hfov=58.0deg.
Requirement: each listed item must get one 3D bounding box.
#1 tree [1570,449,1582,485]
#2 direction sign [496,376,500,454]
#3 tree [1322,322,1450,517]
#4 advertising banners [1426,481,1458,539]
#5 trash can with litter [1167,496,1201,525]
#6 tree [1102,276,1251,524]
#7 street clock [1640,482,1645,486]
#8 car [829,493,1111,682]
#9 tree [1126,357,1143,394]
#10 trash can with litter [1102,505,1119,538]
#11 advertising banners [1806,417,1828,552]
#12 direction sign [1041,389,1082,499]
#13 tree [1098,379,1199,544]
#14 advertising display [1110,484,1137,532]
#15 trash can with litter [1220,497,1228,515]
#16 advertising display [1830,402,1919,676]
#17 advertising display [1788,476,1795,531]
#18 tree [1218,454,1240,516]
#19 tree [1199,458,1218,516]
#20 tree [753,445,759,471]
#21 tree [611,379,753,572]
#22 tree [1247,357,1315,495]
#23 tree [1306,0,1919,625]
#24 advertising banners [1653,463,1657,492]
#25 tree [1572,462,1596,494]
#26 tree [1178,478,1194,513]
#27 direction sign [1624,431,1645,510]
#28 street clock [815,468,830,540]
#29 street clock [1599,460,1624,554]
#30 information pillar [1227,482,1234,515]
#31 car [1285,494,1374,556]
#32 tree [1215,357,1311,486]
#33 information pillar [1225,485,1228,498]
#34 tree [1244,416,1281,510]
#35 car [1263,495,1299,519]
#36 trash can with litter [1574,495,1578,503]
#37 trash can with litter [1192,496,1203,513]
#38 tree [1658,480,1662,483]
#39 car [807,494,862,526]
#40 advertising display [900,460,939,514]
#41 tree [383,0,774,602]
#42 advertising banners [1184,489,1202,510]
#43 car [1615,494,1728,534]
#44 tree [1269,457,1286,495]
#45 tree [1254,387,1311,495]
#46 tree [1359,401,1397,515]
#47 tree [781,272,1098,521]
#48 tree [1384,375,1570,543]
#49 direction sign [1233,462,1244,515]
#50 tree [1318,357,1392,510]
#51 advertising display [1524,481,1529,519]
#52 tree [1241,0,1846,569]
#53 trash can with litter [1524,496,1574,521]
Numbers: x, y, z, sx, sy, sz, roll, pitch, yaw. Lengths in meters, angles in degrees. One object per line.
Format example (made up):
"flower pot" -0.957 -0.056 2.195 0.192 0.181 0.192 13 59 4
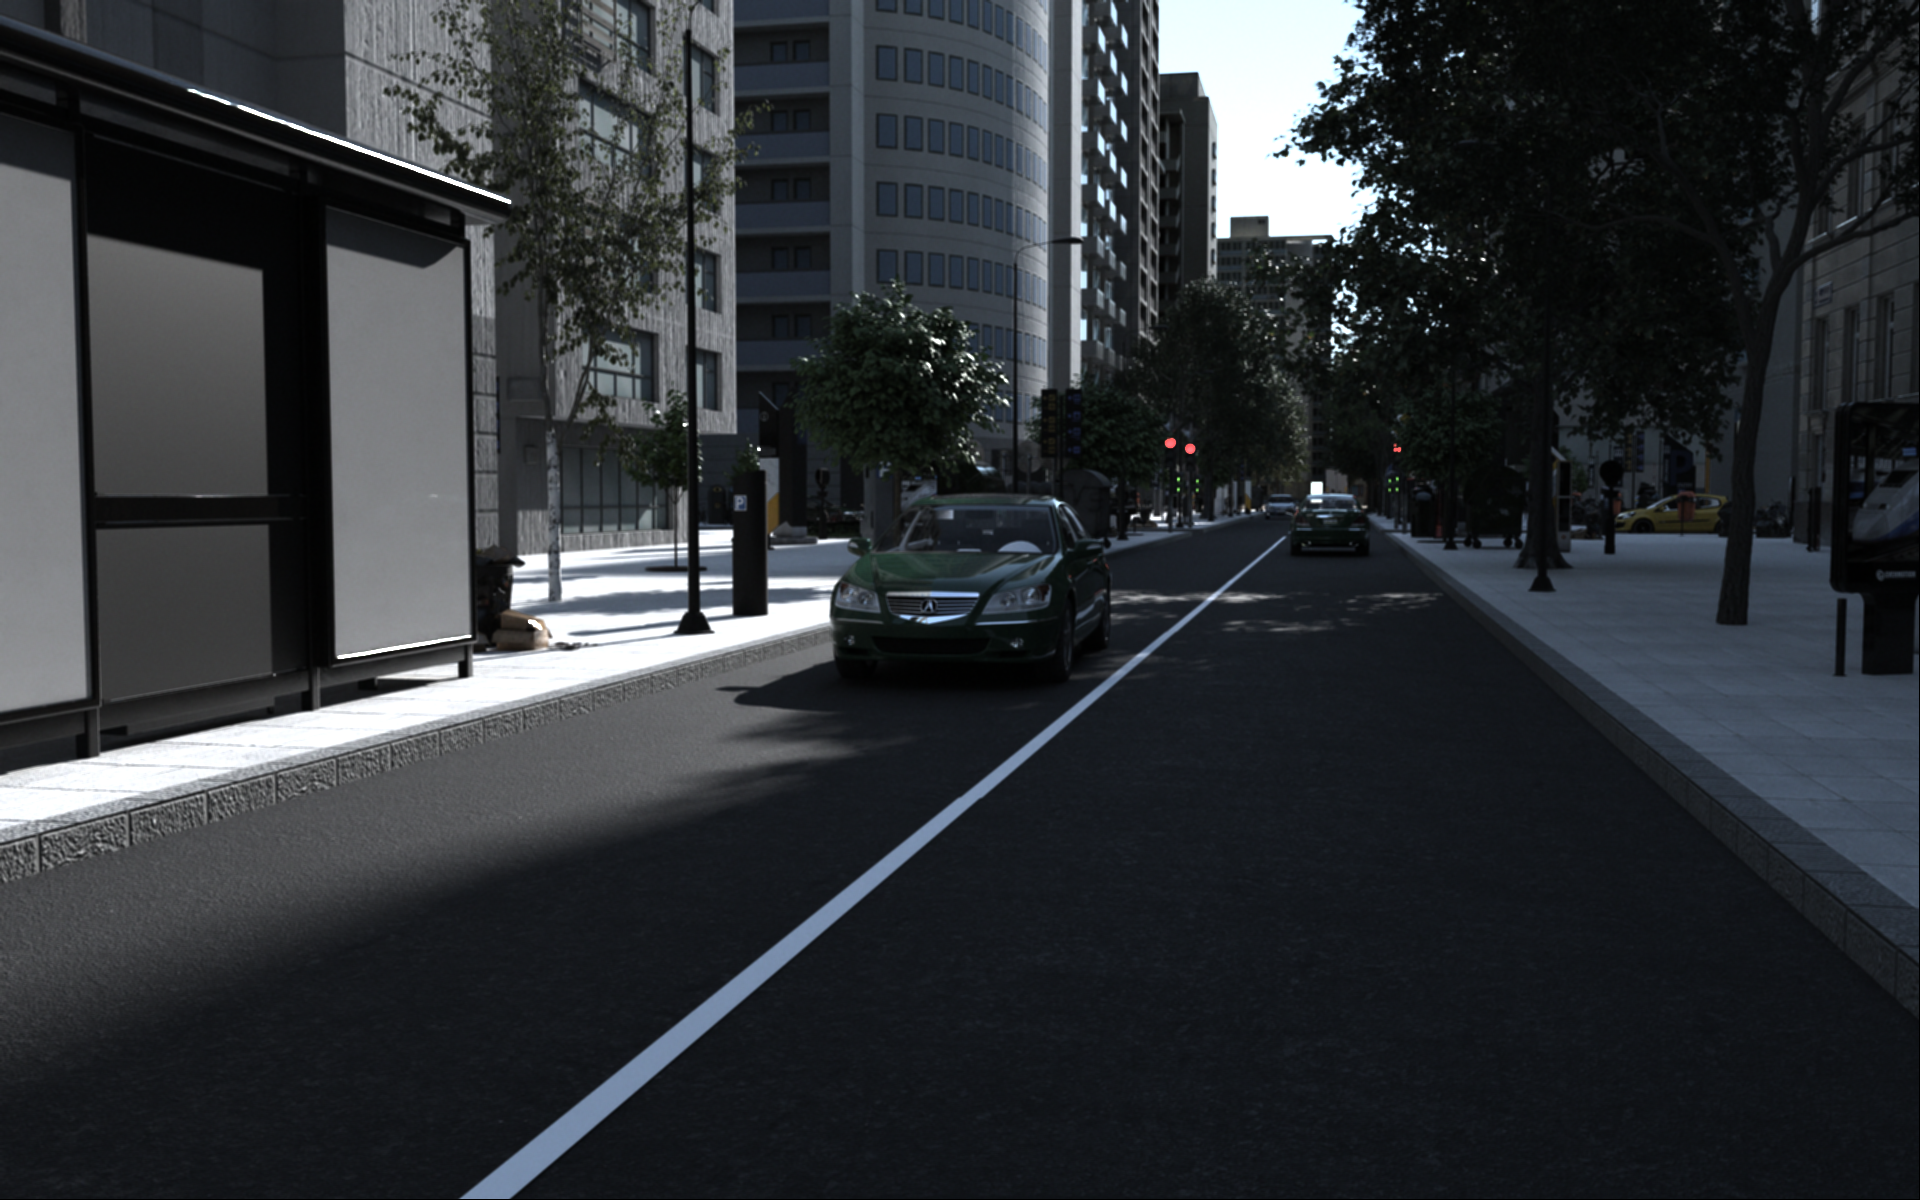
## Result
"tree" 34.159 -7.118 100.101 4.285 4.588 4.351 0 3 0
"direction sign" -9.068 -2.510 33.034 0.379 3.537 0.876 2 4 26
"tree" 24.365 -10.606 99.166 9.928 11.665 9.643 0 3 0
"advertising banners" 13.778 -3.276 49.746 0.090 3.025 2.074 3 5 44
"trash can with litter" 9.185 -3.730 72.046 1.678 1.210 2.233 1 4 18
"tree" 9.270 -8.560 74.364 7.601 10.594 8.767 3 5 42
"street clock" 41.763 -6.202 105.978 0.358 2.002 0.471 0 4 7
"car" 0.226 -0.187 14.853 2.131 1.459 4.920 1 4 11
"tree" 12.726 -10.535 89.249 9.611 12.733 9.660 0 3 0
"trash can with litter" 4.227 -2.427 51.068 0.624 1.170 1.055 2 4 32
"advertising banners" 19.377 -2.625 39.109 0.090 3.025 2.074 2 4 35
"direction sign" 2.184 -2.775 37.365 0.876 3.537 0.379 1 4 10
"tree" 3.294 -3.759 45.175 4.285 4.588 4.351 0 3 0
"advertising display" 5.410 -3.220 57.859 0.974 1.923 0.123 0 4 -1
"trash can with litter" 16.586 -5.897 107.806 0.624 1.170 1.055 -2 4 -26
"advertising display" 6.617 -0.433 12.299 0.974 1.923 0.123 -1 4 -18
"advertising display" 29.341 -3.419 61.115 0.123 1.923 0.974 1 4 21
"tree" 14.702 -7.170 100.945 4.285 4.588 4.351 0 3 0
"tree" 5.104 -4.304 54.084 4.285 4.588 4.351 0 3 0
"tree" -7.308 -3.932 58.891 1.663 3.219 1.824 0 3 0
"tree" -4.743 -2.112 29.135 1.663 3.219 1.824 0 3 0
"tree" 38.679 -21.987 215.375 12.611 20.169 13.585 0 3 0
"tree" 7.506 -5.016 16.421 8.767 10.594 7.601 1 4 13
"advertising banners" 38.918 -6.156 96.832 0.090 3.025 2.074 2 4 32
"tree" 37.445 -6.739 104.776 1.663 3.219 1.824 0 3 0
"tree" 15.491 -7.617 119.134 1.663 3.219 1.824 0 3 0
"direction sign" 24.183 -4.293 62.188 0.876 3.537 0.379 -1 4 -21
"street clock" -3.877 -2.713 48.921 0.358 2.002 0.471 -2 4 -32
"street clock" 13.923 -1.987 37.054 0.471 2.002 0.358 2 4 30
"information pillar" 16.549 -6.204 105.925 0.304 2.012 0.304 2 4 24
"car" 8.915 -1.835 41.804 2.131 1.459 4.920 1 4 11
"tree" 27.082 -15.358 157.751 9.857 13.997 8.962 0 3 0
"information pillar" 17.012 -7.253 109.940 0.504 3.616 0.183 3 4 38
"tree" 23.685 -11.506 138.492 4.737 8.622 4.395 0 3 0
"car" 18.445 -5.357 99.592 2.014 1.417 4.499 1 4 10
"trash can with litter" 32.420 -4.931 91.682 1.678 1.210 2.233 1 4 22
"trash can with litter" 16.098 -6.396 115.961 1.055 1.170 0.624 -3 4 -38
"tree" 43.566 -6.759 105.114 1.663 3.219 1.824 0 3 0
"car" -5.661 -3.362 64.757 4.222 1.686 2.009 1 4 11
"advertising display" -0.882 -1.675 32.600 0.974 1.923 0.123 -1 4 -12
"tree" -4.611 -4.287 20.453 4.360 8.622 3.978 0 3 0
"advertising banners" 18.806 -8.708 138.557 2.074 3.025 0.090 -1 4 -21
"car" 24.198 -2.951 58.471 3.980 1.641 2.015 1 4 13
"tree" 36.878 -15.369 201.642 4.360 8.622 3.978 0 3 0
"tree" 33.130 -16.171 182.519 7.486 12.596 7.792 0 3 0
"tree" 26.664 -9.620 107.644 4.360 8.622 3.978 0 3 0
"tree" -0.906 -2.564 25.638 4.285 4.588 4.351 0 3 0
"tree" 12.815 -3.801 45.867 4.285 4.588 4.351 0 3 0
"direction sign" 16.838 -6.891 104.668 0.379 3.537 0.876 -3 4 -37
"tree" 33.949 -14.424 142.480 9.857 13.997 8.962 0 3 0
"advertising display" 28.971 -5.032 87.489 0.974 1.923 0.123 -1 4 -13
"tree" 9.994 -6.887 29.608 9.611 12.733 9.660 0 3 0
"trash can with litter" 27.393 -4.303 81.408 1.678 1.210 2.233 -1 4 -8
